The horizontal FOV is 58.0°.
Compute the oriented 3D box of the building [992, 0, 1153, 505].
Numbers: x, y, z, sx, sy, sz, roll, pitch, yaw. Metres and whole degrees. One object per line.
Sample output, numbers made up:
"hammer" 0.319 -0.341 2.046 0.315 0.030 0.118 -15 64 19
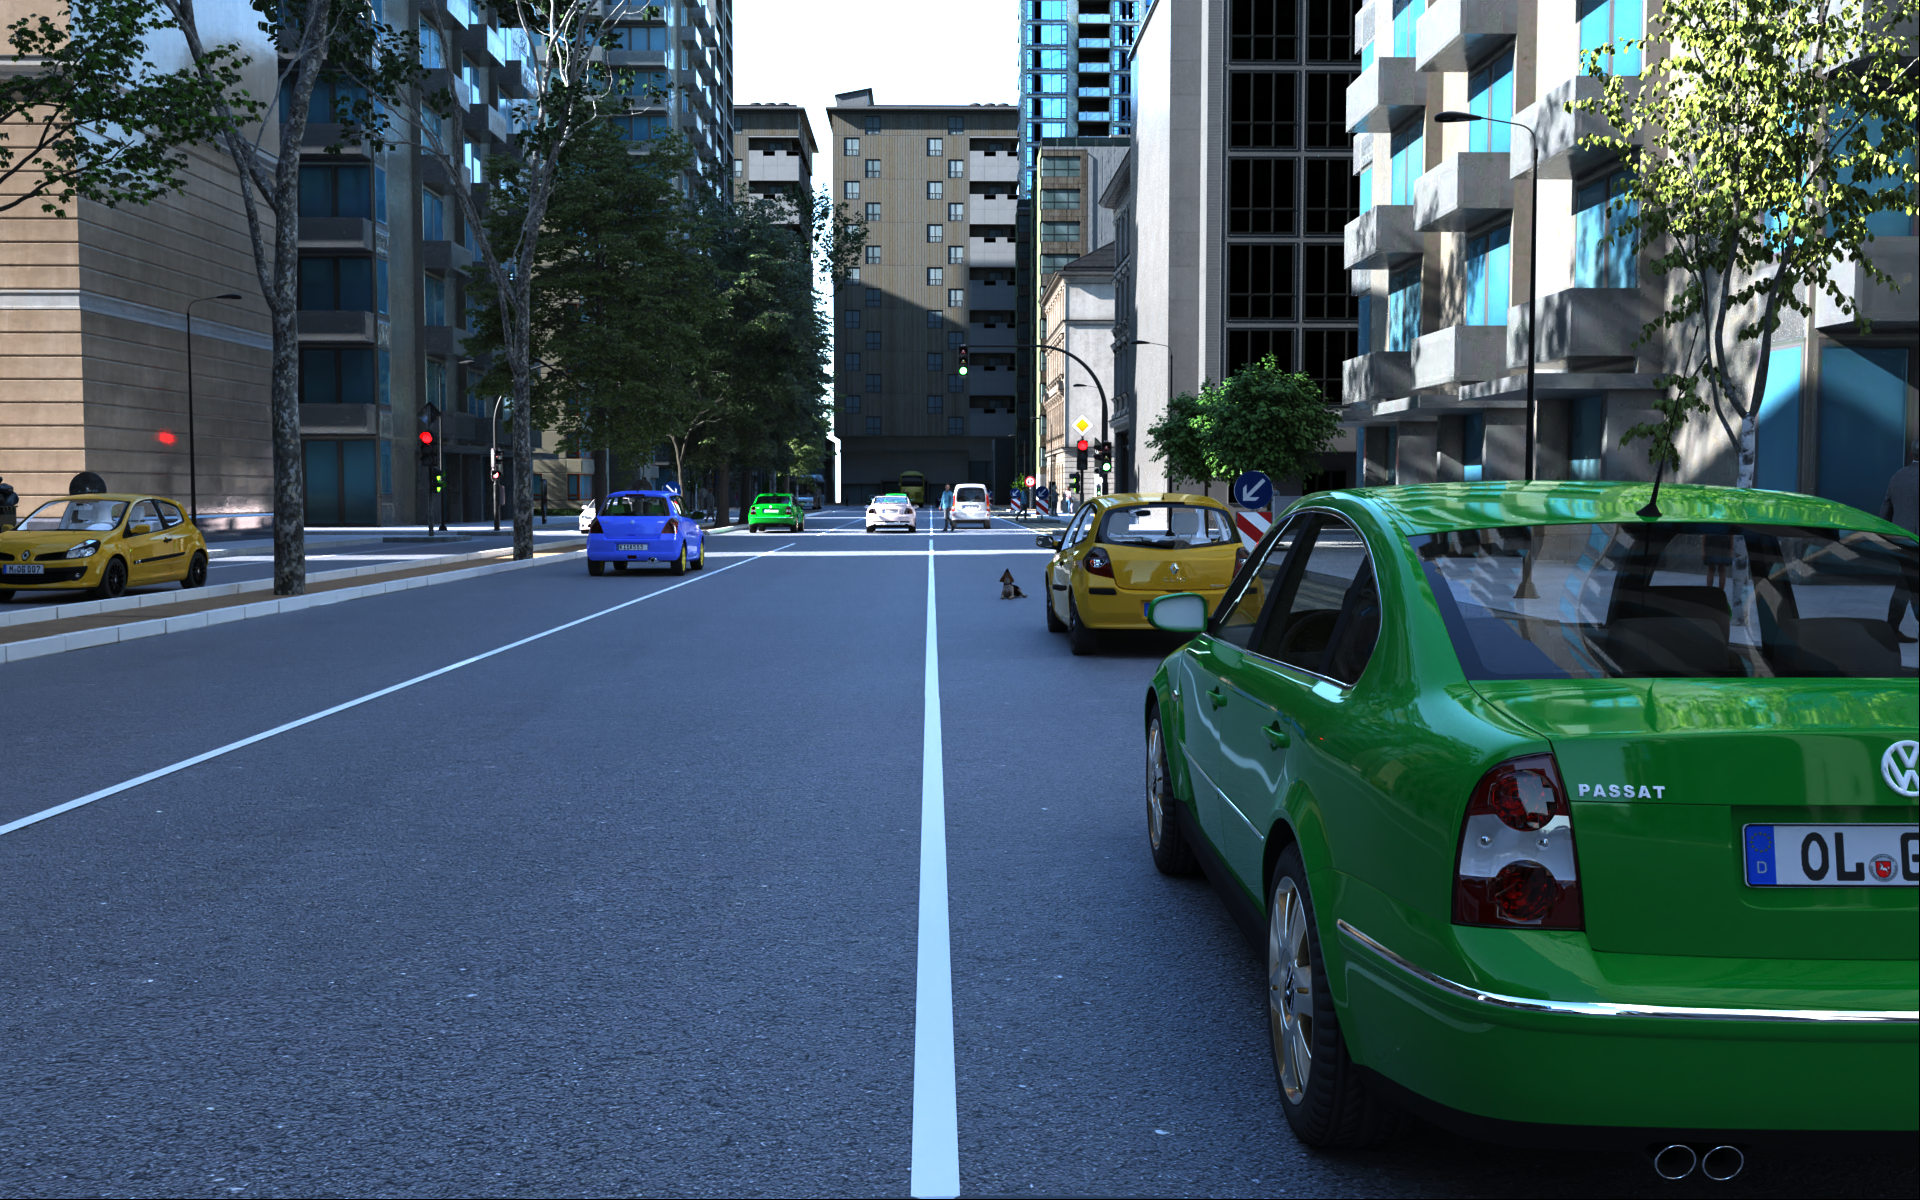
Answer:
"building" 15.289 -53.850 193.121 22.319 86.520 31.000 0 4 -1

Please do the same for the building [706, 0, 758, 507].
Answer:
"building" -31.391 -45.071 175.160 20.563 71.187 20.611 0 4 -1

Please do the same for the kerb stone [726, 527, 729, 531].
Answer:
"kerb stone" -9.002 -2.674 65.922 0.120 0.150 1.000 0 4 -1

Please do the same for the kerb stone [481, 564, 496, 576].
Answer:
"kerb stone" -8.414 -0.512 30.565 0.120 0.150 1.000 0 4 -1

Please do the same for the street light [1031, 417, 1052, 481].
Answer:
"street light" 4.982 -8.086 104.753 1.470 5.913 1.316 0 4 -1

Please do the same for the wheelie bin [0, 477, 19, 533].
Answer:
"wheelie bin" -17.381 -1.422 31.157 0.693 1.594 0.980 0 4 1

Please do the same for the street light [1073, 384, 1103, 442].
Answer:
"street light" 5.472 -6.153 73.149 1.470 5.913 1.316 0 4 -1

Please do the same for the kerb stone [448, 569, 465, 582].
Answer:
"kerb stone" -8.377 -0.386 28.506 0.120 0.150 1.000 0 4 -1

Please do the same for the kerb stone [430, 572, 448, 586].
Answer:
"kerb stone" -8.358 -0.322 27.482 0.120 0.150 1.000 0 4 -1

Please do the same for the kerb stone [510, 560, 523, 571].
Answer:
"kerb stone" -8.452 -0.637 32.614 0.120 0.150 1.000 0 4 -1

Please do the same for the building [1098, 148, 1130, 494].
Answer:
"building" 13.087 -15.010 96.331 10.553 20.767 40.483 0 4 -1

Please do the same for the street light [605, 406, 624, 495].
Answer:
"street light" -18.234 -7.285 91.643 1.470 5.913 1.316 0 4 -1

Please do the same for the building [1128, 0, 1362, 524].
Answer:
"building" 22.387 -15.250 68.404 30.058 24.678 14.314 0 4 -1

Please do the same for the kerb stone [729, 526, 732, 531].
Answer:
"kerb stone" -9.020 -2.737 66.944 0.120 0.150 1.000 0 4 -1

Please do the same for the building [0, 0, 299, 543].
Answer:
"building" -29.476 -15.818 44.529 20.117 28.700 13.634 0 4 -1

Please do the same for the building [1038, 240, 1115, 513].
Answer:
"building" 11.518 -16.000 126.235 10.561 19.102 19.286 0 4 -1

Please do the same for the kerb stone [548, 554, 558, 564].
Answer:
"kerb stone" -8.504 -0.826 35.694 0.120 0.150 1.000 0 4 -1

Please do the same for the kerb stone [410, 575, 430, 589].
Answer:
"kerb stone" -8.349 -0.260 26.460 0.120 0.150 1.000 0 4 -1

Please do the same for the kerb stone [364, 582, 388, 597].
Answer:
"kerb stone" -8.318 -0.131 24.404 0.120 0.150 1.000 0 4 -1

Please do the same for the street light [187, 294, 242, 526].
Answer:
"street light" -17.361 -4.146 40.328 1.470 5.913 1.316 0 4 -1

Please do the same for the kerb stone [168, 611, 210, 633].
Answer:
"kerb stone" -8.205 0.248 18.263 0.120 0.150 1.000 0 4 -1

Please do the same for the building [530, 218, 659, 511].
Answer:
"building" -36.454 -16.594 116.357 27.650 21.520 28.899 0 4 -1

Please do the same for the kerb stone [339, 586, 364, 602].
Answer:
"kerb stone" -8.300 -0.073 23.382 0.120 0.150 1.000 0 4 -1

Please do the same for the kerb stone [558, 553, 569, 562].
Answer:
"kerb stone" -8.517 -0.888 36.718 0.120 0.150 1.000 0 4 -1

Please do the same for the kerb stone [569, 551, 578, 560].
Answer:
"kerb stone" -8.537 -0.946 37.741 0.120 0.150 1.000 0 4 -1

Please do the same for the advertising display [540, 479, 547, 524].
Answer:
"advertising display" -17.870 -4.231 74.391 0.123 1.923 0.974 0 4 -5

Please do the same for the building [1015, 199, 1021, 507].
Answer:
"building" 12.393 -24.481 171.973 14.160 30.474 14.107 0 4 -1

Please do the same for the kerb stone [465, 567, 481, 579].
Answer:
"kerb stone" -8.400 -0.449 29.539 0.120 0.150 1.000 0 4 -1

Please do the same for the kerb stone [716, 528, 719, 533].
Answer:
"kerb stone" -8.954 -2.481 62.827 0.120 0.150 1.000 0 4 -1

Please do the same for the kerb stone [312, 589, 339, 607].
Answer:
"kerb stone" -8.279 -0.010 22.361 0.120 0.150 1.000 0 4 -1

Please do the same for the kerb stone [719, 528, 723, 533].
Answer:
"kerb stone" -8.968 -2.543 63.855 0.120 0.150 1.000 0 4 -1

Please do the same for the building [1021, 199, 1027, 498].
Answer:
"building" 13.267 -23.593 157.444 14.160 30.474 14.107 0 4 -1

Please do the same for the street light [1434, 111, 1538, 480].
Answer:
"street light" 6.454 -2.976 21.194 1.470 5.913 1.316 0 4 -1

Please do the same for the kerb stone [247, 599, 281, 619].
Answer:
"kerb stone" -8.243 0.116 20.308 0.120 0.150 1.000 0 4 -1

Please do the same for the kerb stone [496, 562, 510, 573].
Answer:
"kerb stone" -8.436 -0.574 31.592 0.120 0.150 1.000 0 4 -1

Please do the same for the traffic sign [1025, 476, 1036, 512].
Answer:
"traffic sign" 4.964 -7.492 122.601 0.768 2.556 0.104 0 4 8

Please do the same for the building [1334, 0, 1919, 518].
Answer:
"building" 21.134 -25.459 35.871 23.786 49.044 30.456 0 4 -1

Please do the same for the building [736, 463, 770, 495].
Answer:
"building" -38.316 -54.122 197.564 31.000 86.520 22.319 0 4 -1

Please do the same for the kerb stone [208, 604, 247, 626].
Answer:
"kerb stone" -8.225 0.178 19.284 0.120 0.150 1.000 0 4 -1

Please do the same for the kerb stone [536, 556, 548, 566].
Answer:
"kerb stone" -8.479 -0.762 34.673 0.120 0.150 1.000 0 4 -1

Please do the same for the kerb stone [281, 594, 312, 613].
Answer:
"kerb stone" -8.253 0.053 21.334 0.120 0.150 1.000 0 4 -1

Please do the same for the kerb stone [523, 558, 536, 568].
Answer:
"kerb stone" -8.469 -0.700 33.644 0.120 0.150 1.000 0 4 -1

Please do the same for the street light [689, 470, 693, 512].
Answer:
"street light" -18.720 -9.255 123.862 1.470 5.913 1.316 0 4 -1

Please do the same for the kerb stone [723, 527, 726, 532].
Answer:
"kerb stone" -8.989 -2.611 64.885 0.120 0.150 1.000 0 4 -1

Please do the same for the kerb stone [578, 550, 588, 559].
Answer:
"kerb stone" -8.546 -1.014 38.772 0.120 0.150 1.000 0 4 -1

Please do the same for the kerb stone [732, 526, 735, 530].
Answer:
"kerb stone" -9.038 -2.799 67.969 0.120 0.150 1.000 0 4 -1

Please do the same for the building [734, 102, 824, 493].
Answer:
"building" -31.351 -39.389 233.252 27.495 52.752 28.713 0 4 -1

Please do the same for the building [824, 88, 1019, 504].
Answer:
"building" -3.404 -39.409 233.582 27.495 52.752 28.713 0 4 -1

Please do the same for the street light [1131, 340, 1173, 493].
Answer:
"street light" 5.851 -4.888 52.462 1.470 5.913 1.316 0 4 -1

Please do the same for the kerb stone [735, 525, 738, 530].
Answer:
"kerb stone" -9.056 -2.863 68.997 0.120 0.150 1.000 0 4 -1

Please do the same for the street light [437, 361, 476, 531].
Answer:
"street light" -17.540 -5.372 60.376 1.470 5.913 1.316 0 4 -1

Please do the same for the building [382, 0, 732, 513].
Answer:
"building" -32.826 -32.453 150.214 23.786 49.044 30.456 0 4 -1

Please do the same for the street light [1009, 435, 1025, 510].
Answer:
"street light" 4.543 -9.999 136.024 1.470 5.913 1.316 0 4 -1

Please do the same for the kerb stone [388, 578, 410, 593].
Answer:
"kerb stone" -8.332 -0.198 25.429 0.120 0.150 1.000 0 4 -1

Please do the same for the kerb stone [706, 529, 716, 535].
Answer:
"kerb stone" -8.927 -2.423 61.804 0.120 0.150 1.000 0 4 -1

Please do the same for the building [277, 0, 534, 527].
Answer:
"building" -32.093 -28.035 77.977 23.786 49.044 30.456 0 4 -1

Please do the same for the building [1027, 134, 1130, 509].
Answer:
"building" 13.240 -22.728 143.305 14.160 30.474 14.107 0 4 -1
